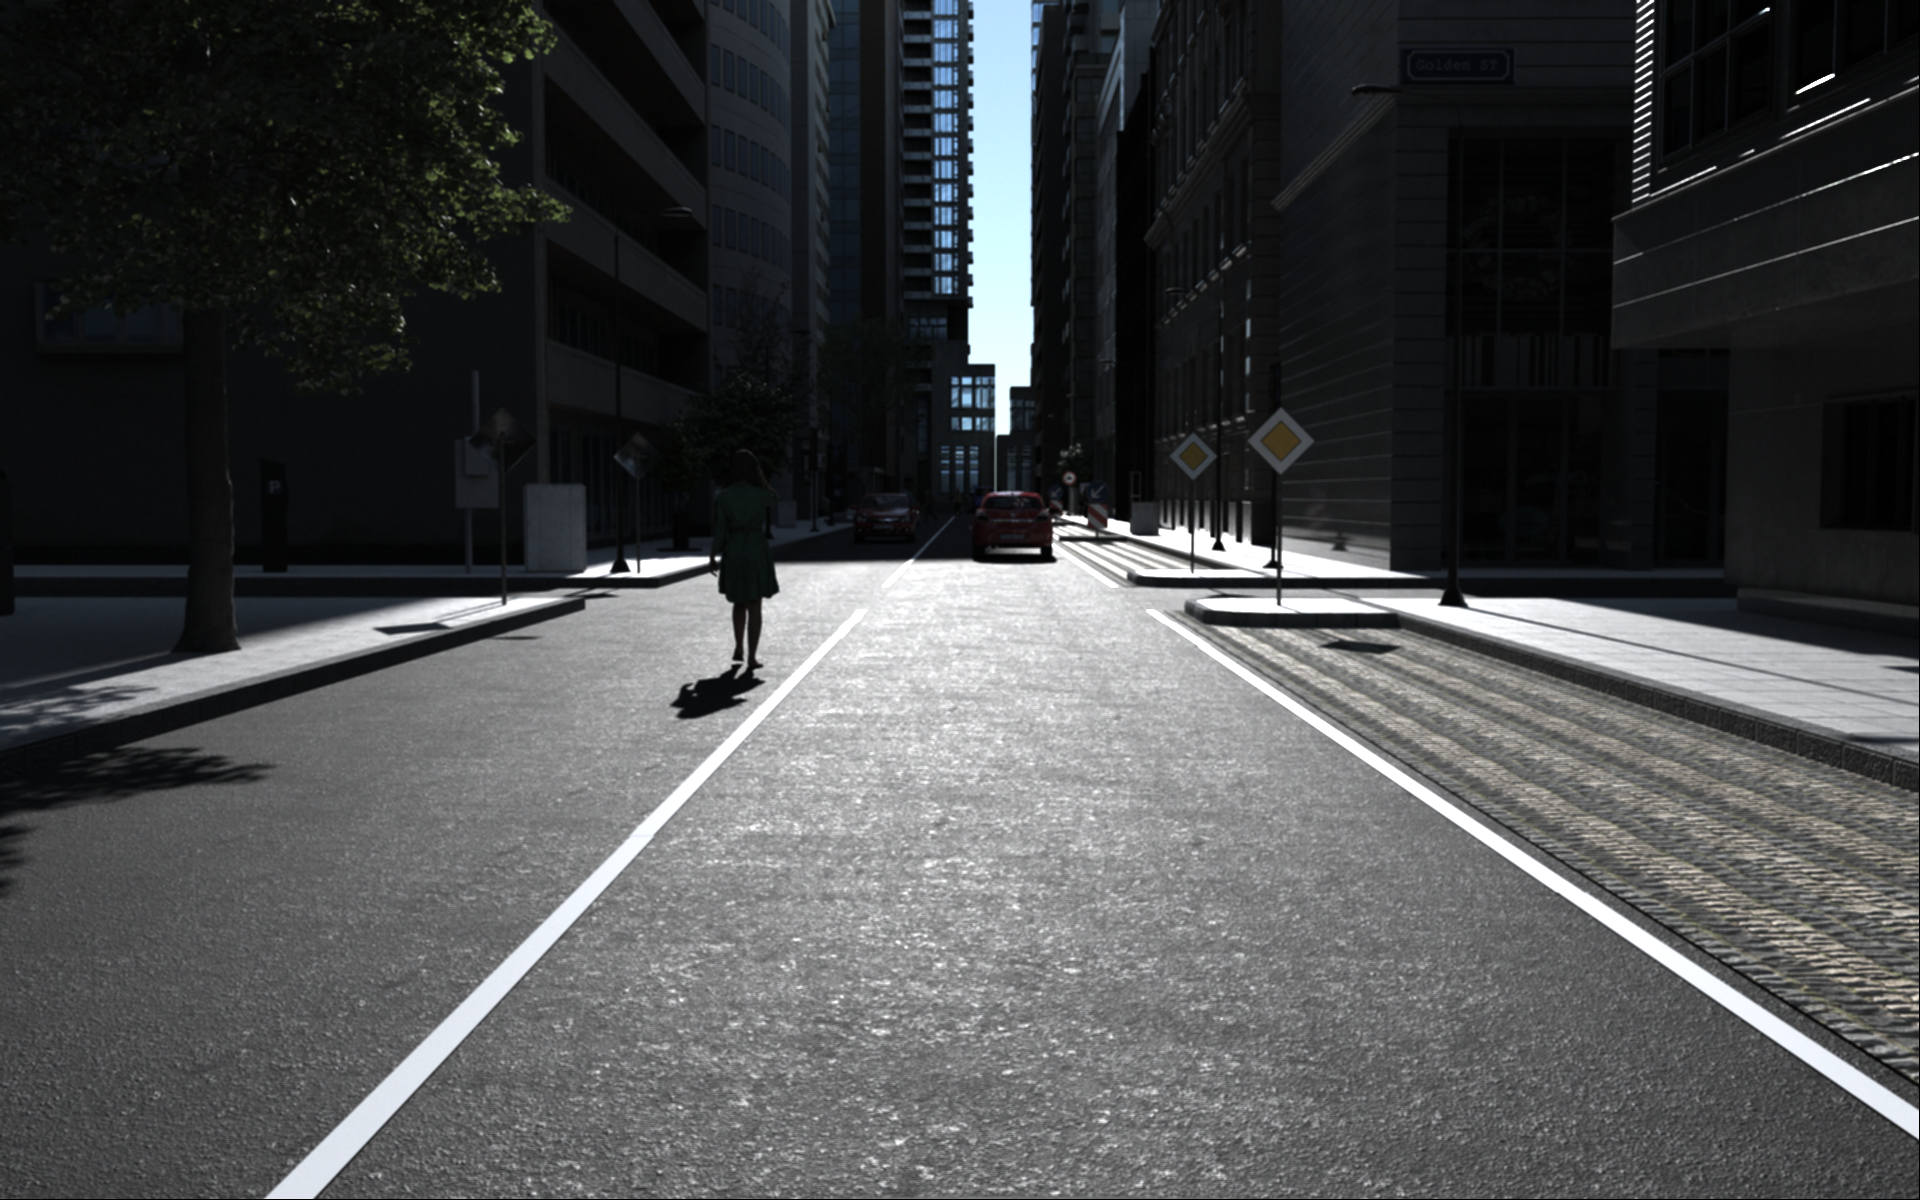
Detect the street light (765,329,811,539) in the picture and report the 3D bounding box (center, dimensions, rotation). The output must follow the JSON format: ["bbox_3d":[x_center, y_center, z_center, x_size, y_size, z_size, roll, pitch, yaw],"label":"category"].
[{"bbox_3d":[-4.910,-4.678,49.019,1.470,5.913,1.316,0,4,1],"label":"street light"}]

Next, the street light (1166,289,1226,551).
[{"bbox_3d":[5.347,-4.084,39.310,1.470,5.913,1.316,0,4,1],"label":"street light"}]

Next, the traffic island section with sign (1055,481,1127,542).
[{"bbox_3d":[4.010,-2.686,52.547,1.989,1.847,2.006,0,4,1],"label":"traffic island section with sign"}]

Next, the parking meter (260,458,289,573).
[{"bbox_3d":[-11.209,-1.384,28.342,0.399,1.863,0.255,-2,4,-30],"label":"parking meter"}]

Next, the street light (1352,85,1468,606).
[{"bbox_3d":[5.145,-2.892,19.824,1.470,5.913,1.316,0,4,1],"label":"street light"}]

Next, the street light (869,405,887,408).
[{"bbox_3d":[-4.512,-7.213,90.473,1.470,5.913,1.316,0,4,1],"label":"street light"}]

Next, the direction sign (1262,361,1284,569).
[{"bbox_3d":[5.419,-2.317,29.875,0.379,3.537,0.876,0,4,-1],"label":"direction sign"}]

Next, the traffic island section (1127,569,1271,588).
[{"bbox_3d":[3.769,-0.347,27.950,2.009,0.180,2.903,0,4,1],"label":"traffic island section"}]

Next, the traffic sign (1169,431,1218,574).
[{"bbox_3d":[3.745,-1.482,27.873,0.795,2.450,0.064,0,4,1],"label":"traffic sign"}]

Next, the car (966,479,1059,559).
[{"bbox_3d":[1.206,-1.877,39.729,2.155,1.783,4.494,0,4,2],"label":"car"}]

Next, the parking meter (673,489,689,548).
[{"bbox_3d":[-6.654,-2.009,41.265,0.372,1.533,0.369,0,3,0],"label":"parking meter"}]

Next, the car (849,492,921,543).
[{"bbox_3d":[-2.249,-2.641,52.214,2.155,1.783,4.494,0,4,-1],"label":"car"}]

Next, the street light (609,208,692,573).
[{"bbox_3d":[-5.045,-3.410,28.296,1.470,5.913,1.316,0,4,1],"label":"street light"}]

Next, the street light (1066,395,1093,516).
[{"bbox_3d":[5.674,-6.654,81.340,1.470,5.913,1.316,0,4,1],"label":"street light"}]

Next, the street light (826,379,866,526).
[{"bbox_3d":[-4.668,-5.945,69.742,1.470,5.913,1.316,0,4,1],"label":"street light"}]

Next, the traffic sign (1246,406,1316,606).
[{"bbox_3d":[3.670,-0.994,19.888,0.795,2.450,0.064,0,4,1],"label":"traffic sign"}]

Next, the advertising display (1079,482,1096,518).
[{"bbox_3d":[6.917,-5.437,94.103,0.974,1.923,0.123,-1,4,-16],"label":"advertising display"}]

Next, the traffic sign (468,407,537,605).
[{"bbox_3d":[-5.274,-1.000,19.992,0.795,2.450,0.064,0,4,1],"label":"traffic sign"}]

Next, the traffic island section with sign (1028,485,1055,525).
[{"bbox_3d":[4.263,-4.344,79.658,1.989,1.847,2.006,0,4,1],"label":"traffic island section with sign"}]

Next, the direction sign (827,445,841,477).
[{"bbox_3d":[-5.666,-5.338,79.273,0.876,3.537,0.379,1,4,9],"label":"direction sign"}]

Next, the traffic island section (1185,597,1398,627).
[{"bbox_3d":[3.693,0.142,19.965,2.009,0.180,2.903,0,4,1],"label":"traffic island section"}]

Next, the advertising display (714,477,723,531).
[{"bbox_3d":[-8.420,-3.273,58.722,0.123,1.923,0.974,2,4,35],"label":"advertising display"}]

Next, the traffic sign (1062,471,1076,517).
[{"bbox_3d":[6.093,-5.901,96.592,0.768,2.556,0.104,0,4,3],"label":"traffic sign"}]

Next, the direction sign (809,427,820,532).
[{"bbox_3d":[-4.967,-4.101,59.053,0.379,3.537,0.876,1,4,11],"label":"direction sign"}]

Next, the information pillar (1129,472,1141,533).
[{"bbox_3d":[5.796,-3.231,57.321,0.304,2.012,0.304,-1,4,-9],"label":"information pillar"}]

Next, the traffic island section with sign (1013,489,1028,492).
[{"bbox_3d":[4.988,-9.061,156.781,1.989,1.847,2.006,0,4,1],"label":"traffic island section with sign"}]

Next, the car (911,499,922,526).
[{"bbox_3d":[-2.728,-4.063,75.467,2.155,1.783,4.494,0,4,1],"label":"car"}]

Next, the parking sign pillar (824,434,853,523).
[{"bbox_3d":[-5.343,-5.429,77.234,1.447,3.967,1.447,0,4,7],"label":"parking sign pillar"}]

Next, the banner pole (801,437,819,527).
[{"bbox_3d":[-5.840,-4.720,67.184,0.863,3.779,0.401,-3,5,-44],"label":"banner pole"}]

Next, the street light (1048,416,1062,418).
[{"bbox_3d":[5.897,-7.949,102.500,1.470,5.913,1.316,0,4,1],"label":"street light"}]

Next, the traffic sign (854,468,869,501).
[{"bbox_3d":[-4.764,-5.120,83.823,0.768,2.556,0.104,0,4,4],"label":"traffic sign"}]

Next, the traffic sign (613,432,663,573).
[{"bbox_3d":[-5.199,-1.488,27.977,0.795,2.450,0.064,0,4,1],"label":"traffic sign"}]

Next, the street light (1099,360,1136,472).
[{"bbox_3d":[5.528,-5.358,60.146,1.470,5.913,1.316,0,4,1],"label":"street light"}]
